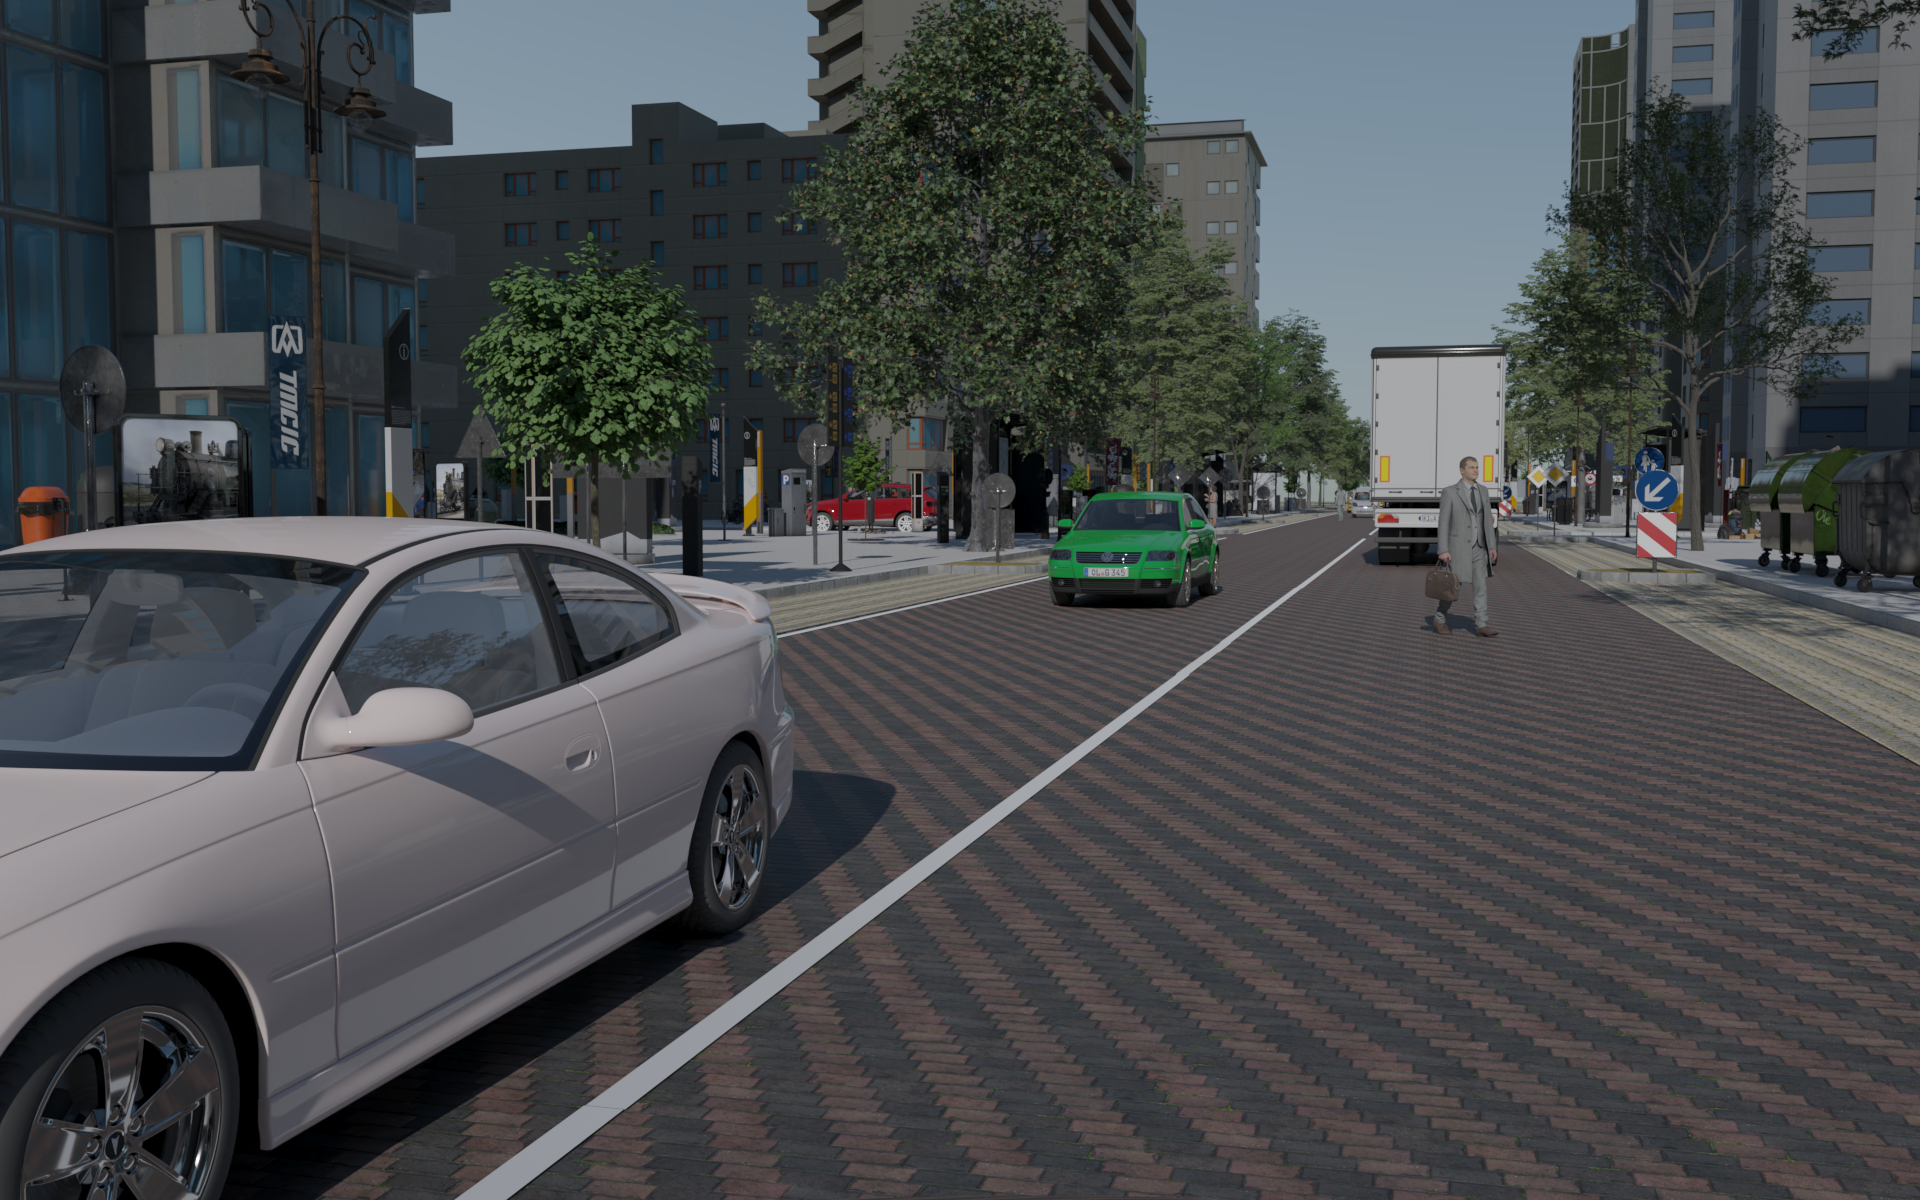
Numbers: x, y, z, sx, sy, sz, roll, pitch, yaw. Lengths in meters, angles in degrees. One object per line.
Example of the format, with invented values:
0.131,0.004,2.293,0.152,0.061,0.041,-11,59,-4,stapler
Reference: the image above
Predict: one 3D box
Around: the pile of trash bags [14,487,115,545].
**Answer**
-10.653,-0.761,22.201,1.912,1.369,3.447,1,4,13,pile of trash bags

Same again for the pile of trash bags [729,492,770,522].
-9.474,-4.273,79.609,1.912,1.369,3.447,0,4,8,pile of trash bags

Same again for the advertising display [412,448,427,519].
-7.701,-1.159,24.158,0.123,1.923,0.974,0,4,7,advertising display

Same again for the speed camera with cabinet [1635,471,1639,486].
47.499,-7.658,119.542,0.660,3.252,2.038,-3,4,-38,speed camera with cabinet

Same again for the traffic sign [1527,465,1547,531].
20.105,-3.461,60.222,0.795,2.450,0.064,1,4,15,traffic sign

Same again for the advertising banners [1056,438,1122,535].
4.034,-3.549,54.207,2.074,3.025,0.090,0,4,3,advertising banners

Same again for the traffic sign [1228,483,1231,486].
17.512,-7.030,114.945,0.884,2.594,0.081,1,4,16,traffic sign

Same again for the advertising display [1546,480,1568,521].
28.157,-4.681,81.741,0.974,1.923,0.123,3,5,40,advertising display

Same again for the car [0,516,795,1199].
-1.942,0.475,4.602,2.083,1.381,4.827,1,4,15,car

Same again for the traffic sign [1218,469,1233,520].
13.361,-5.331,87.269,0.768,2.556,0.104,1,4,21,traffic sign

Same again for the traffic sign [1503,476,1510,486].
39.131,-7.616,124.624,0.768,2.556,0.104,2,4,24,traffic sign

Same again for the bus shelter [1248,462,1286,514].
19.912,-7.248,112.425,2.014,3.302,5.546,1,4,15,bus shelter

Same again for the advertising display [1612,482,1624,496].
33.730,-5.146,89.348,0.974,1.923,0.123,-1,4,-9,advertising display

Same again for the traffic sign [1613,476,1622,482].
36.024,-5.687,95.115,0.606,2.300,0.079,1,4,15,traffic sign

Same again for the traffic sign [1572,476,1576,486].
34.996,-5.881,98.287,0.606,2.300,0.079,1,4,22,traffic sign

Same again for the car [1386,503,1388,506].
20.074,-3.980,77.434,2.083,1.381,4.827,1,4,16,car

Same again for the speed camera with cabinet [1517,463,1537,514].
36.469,-7.125,110.828,2.038,3.252,0.660,-3,5,-40,speed camera with cabinet

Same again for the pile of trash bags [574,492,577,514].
-25.892,-6.751,120.137,1.912,1.369,3.447,2,4,33,pile of trash bags

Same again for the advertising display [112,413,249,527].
-6.317,-0.540,14.047,0.974,1.923,0.123,-3,5,-42,advertising display

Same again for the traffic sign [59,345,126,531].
-7.419,-0.898,14.794,0.768,2.556,0.104,1,4,23,traffic sign

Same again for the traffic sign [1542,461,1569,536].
18.037,-2.989,52.508,0.795,2.450,0.064,1,4,15,traffic sign

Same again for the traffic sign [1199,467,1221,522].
9.103,-3.642,63.181,0.795,2.450,0.064,1,4,15,traffic sign

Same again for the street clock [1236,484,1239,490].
20.662,-7.566,128.273,0.358,2.002,0.471,3,5,44,street clock

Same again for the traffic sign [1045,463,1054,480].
3.051,-3.913,63.975,0.884,2.594,0.081,2,4,24,traffic sign

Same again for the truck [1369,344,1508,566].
10.609,-3.005,38.053,2.839,4.237,11.283,1,4,17,truck

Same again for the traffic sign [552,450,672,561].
-5.466,-2.010,26.735,2.265,3.308,0.079,1,4,20,traffic sign

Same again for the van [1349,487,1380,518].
24.641,-6.004,105.183,2.013,2.044,4.112,1,4,14,van

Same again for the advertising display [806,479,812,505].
-6.537,-4.183,73.613,0.123,1.923,0.974,2,4,34,advertising display

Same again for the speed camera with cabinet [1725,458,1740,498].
43.197,-6.171,95.234,2.038,3.252,0.660,2,4,33,speed camera with cabinet

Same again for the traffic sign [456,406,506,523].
-7.001,-1.545,25.257,0.884,2.594,0.081,1,4,22,traffic sign

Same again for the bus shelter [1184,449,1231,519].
13.282,-6.212,92.850,1.731,3.624,6.357,1,4,15,bus shelter

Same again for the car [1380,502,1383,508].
38.019,-8.963,156.770,2.015,1.641,3.980,1,4,17,car

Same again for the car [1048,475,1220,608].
2.418,-0.893,23.404,1.959,1.807,4.718,1,4,16,car

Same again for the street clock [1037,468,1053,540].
2.400,-2.704,48.775,0.358,2.002,0.471,3,4,36,street clock

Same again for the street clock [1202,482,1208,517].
11.919,-4.870,84.190,0.358,2.002,0.471,0,4,8,street clock

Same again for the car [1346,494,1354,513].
30.629,-7.503,132.900,2.015,1.641,3.980,1,4,15,car

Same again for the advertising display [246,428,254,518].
-7.284,-0.714,16.884,0.974,1.923,0.123,2,4,25,advertising display

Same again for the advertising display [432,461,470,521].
-10.124,-1.794,34.551,0.974,1.923,0.123,3,4,38,advertising display

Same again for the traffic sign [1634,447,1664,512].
18.783,-2.885,47.274,0.768,2.556,0.104,1,4,17,traffic sign

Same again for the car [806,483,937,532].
-3.059,-3.263,62.024,5.304,1.827,2.281,1,4,16,car

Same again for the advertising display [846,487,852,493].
-4.062,-3.884,68.712,0.974,1.923,0.123,-2,4,-35,advertising display

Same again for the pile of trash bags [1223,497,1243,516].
14.865,-5.579,100.969,1.912,1.369,3.447,-3,5,-44,pile of trash bags

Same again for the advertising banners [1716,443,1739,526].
26.282,-3.863,59.344,0.090,3.025,2.074,0,4,4,advertising banners

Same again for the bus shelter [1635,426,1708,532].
25.475,-4.336,62.175,1.731,3.624,6.357,1,4,15,bus shelter

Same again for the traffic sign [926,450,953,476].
-0.602,-3.153,51.555,0.884,2.594,0.081,1,4,22,traffic sign

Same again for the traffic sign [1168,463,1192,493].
7.035,-3.170,55.467,0.795,2.450,0.064,1,4,15,traffic sign

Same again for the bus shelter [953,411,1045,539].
1.400,-3.700,51.771,1.731,3.624,6.357,1,4,15,bus shelter

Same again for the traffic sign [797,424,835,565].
-2.619,-1.908,31.300,0.768,2.556,0.104,2,4,24,traffic sign

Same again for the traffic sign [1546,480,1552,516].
34.319,-6.131,100.340,0.768,2.556,0.104,1,4,21,traffic sign

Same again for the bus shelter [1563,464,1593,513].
41.612,-7.561,117.543,2.014,3.302,5.546,1,4,15,bus shelter

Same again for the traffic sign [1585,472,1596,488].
36.651,-6.157,100.771,0.768,2.556,0.104,1,4,18,traffic sign
